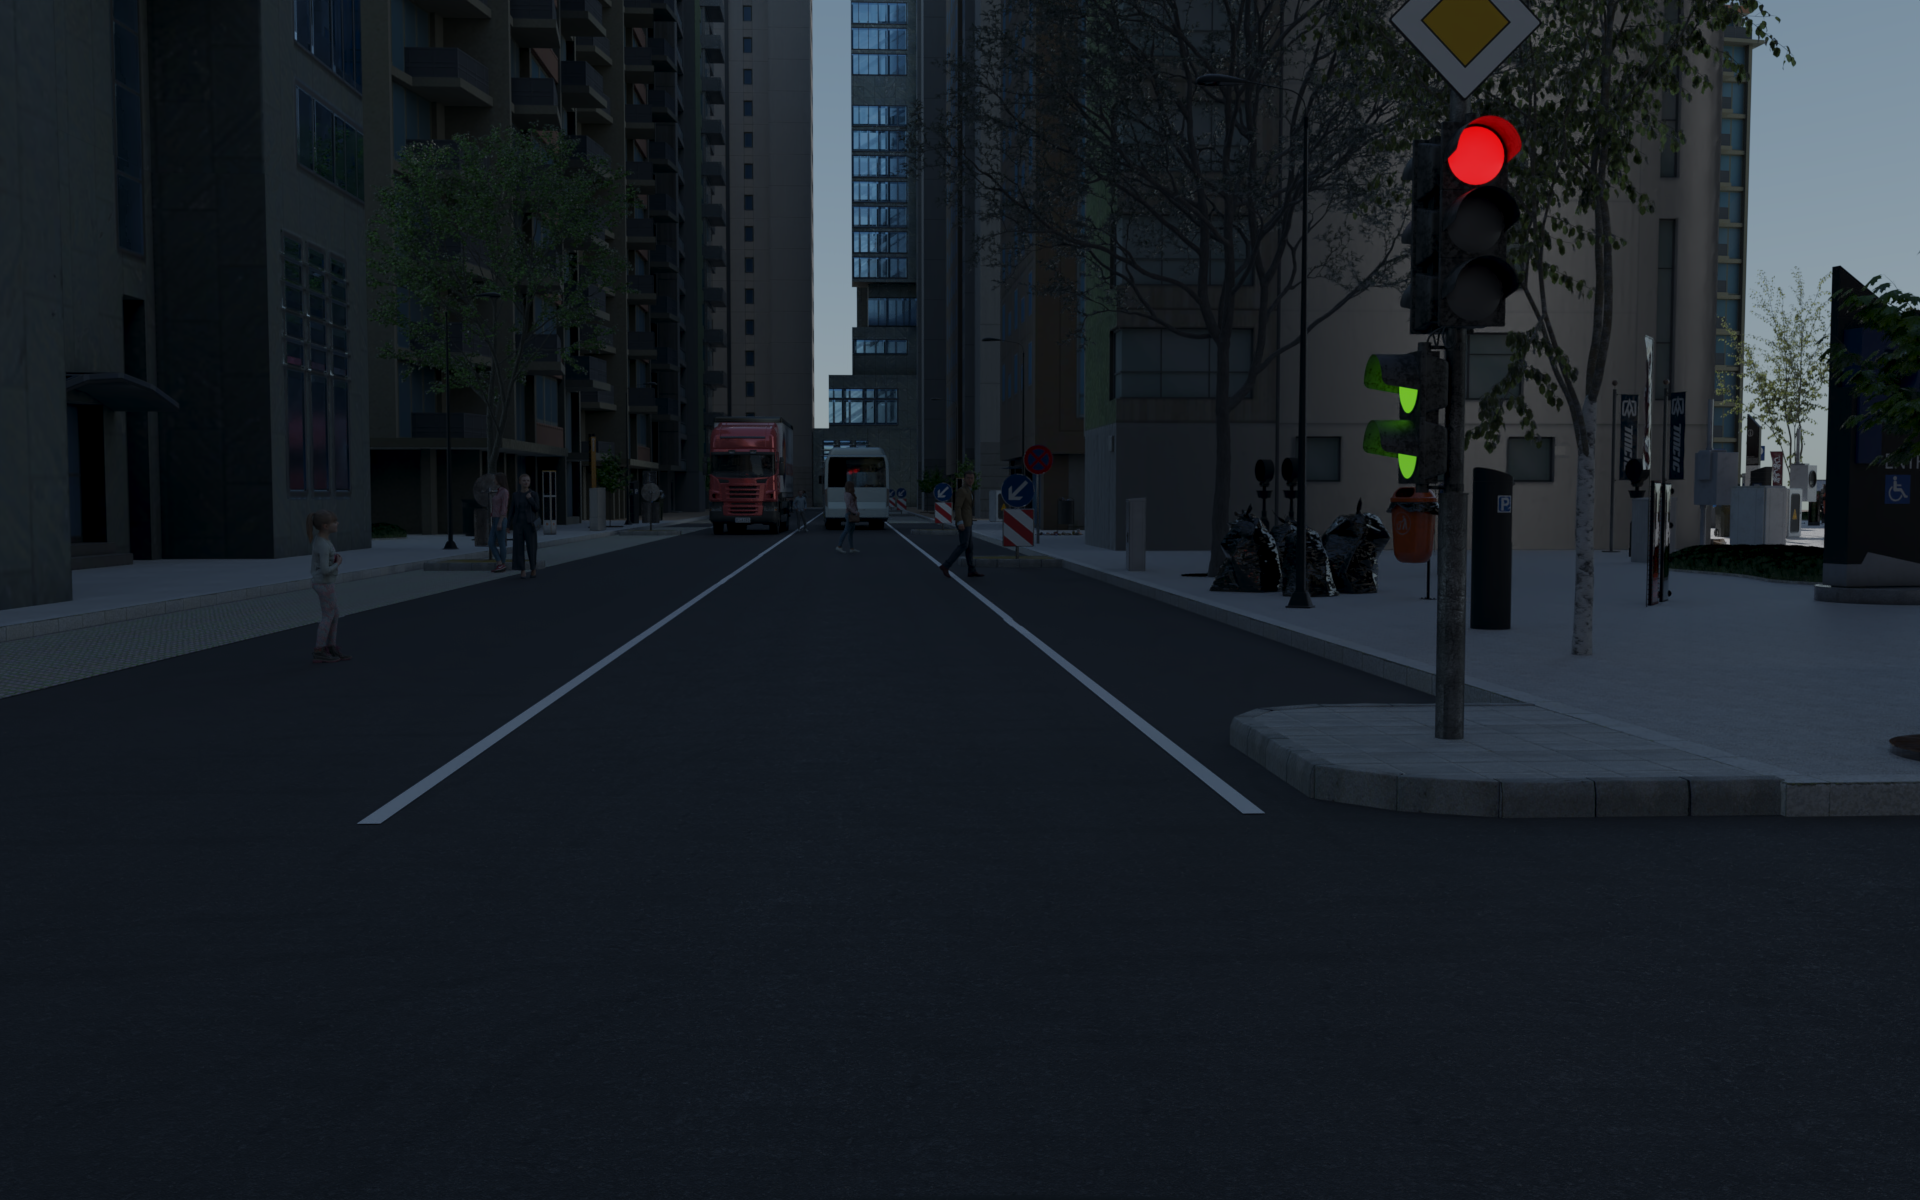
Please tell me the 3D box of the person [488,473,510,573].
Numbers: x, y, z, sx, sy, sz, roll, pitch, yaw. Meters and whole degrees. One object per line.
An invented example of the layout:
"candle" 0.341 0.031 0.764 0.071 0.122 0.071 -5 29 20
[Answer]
"person" -8.389 -1.405 31.488 0.388 1.821 0.555 -3 4 -39

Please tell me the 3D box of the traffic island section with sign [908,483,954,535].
"traffic island section with sign" -0.749 -3.247 61.720 1.989 1.847 2.006 0 4 -4

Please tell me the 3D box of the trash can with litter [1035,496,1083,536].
"trash can with litter" 2.913 -2.628 54.021 2.233 1.210 1.678 0 4 5

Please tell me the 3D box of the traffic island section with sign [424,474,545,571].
"traffic island section with sign" -9.007 -1.493 33.039 1.989 1.847 2.006 0 4 -4

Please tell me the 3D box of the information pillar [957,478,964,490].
"information pillar" 0.011 -4.557 79.003 0.304 2.012 0.304 1 4 9

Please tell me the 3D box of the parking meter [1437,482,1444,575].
"parking meter" 7.756 -1.162 27.416 0.372 1.533 0.369 0 3 0

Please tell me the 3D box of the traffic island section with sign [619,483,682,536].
"traffic island section with sign" -10.749 -3.160 60.299 1.989 1.847 2.006 0 4 -4

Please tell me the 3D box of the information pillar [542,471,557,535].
"information pillar" -12.924 -3.060 54.530 0.304 2.012 0.304 1 4 21

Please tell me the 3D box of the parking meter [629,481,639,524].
"parking meter" -14.125 -4.242 75.061 0.255 1.863 0.399 2 4 32

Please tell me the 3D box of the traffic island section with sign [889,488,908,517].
"traffic island section with sign" -3.870 -6.244 110.711 1.989 1.847 2.006 0 4 -4

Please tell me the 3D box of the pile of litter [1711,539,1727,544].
"pile of litter" 18.640 -1.810 43.567 1.176 0.858 1.719 1 4 14

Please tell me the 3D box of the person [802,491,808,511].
"person" -13.554 -8.603 149.952 1.217 1.735 0.721 3 4 39

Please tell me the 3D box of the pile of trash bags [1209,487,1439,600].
"pile of trash bags" 4.781 -0.758 22.143 1.912 1.369 3.447 -2 4 -31

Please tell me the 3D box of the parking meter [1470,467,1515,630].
"parking meter" 5.059 -0.493 16.476 0.372 1.533 0.369 0 3 0

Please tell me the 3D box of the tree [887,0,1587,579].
"tree" 4.158 -7.098 26.427 12.009 13.543 11.850 0 3 0

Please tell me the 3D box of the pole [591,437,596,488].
"pole" -13.045 -4.152 61.728 0.158 3.312 0.155 0 3 0

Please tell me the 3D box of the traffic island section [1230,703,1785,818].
"traffic island section" 2.597 0.805 9.117 2.009 0.180 2.903 0 4 -4

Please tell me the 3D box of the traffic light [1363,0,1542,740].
"traffic light" 2.556 -1.228 9.000 0.839 4.253 0.868 0 4 -4

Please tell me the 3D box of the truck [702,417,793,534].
"truck" -7.766 -4.652 64.977 2.839 4.237 11.283 0 4 -3

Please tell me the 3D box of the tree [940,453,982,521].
"tree" 0.181 -5.355 82.149 1.663 3.219 1.824 0 3 0

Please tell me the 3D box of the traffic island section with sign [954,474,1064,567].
"traffic island section with sign" 0.981 -1.599 34.766 1.989 1.847 2.006 0 4 -4

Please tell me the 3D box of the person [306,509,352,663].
"person" -5.389 -0.123 14.792 0.394 1.301 0.425 -3 5 -39

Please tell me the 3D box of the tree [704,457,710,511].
"tree" -18.778 -9.085 132.248 4.285 4.588 4.351 0 3 0

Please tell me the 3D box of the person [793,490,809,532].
"person" -6.060 -3.395 65.819 0.589 1.601 0.330 -1 4 -13

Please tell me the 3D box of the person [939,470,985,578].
"person" 0.054 -1.306 29.771 0.836 1.842 0.656 -1 4 -17

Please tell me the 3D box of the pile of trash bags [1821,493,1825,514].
"pile of trash bags" 34.455 -3.443 66.048 1.912 1.369 3.447 -2 4 -28

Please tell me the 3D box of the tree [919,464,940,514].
"tree" -1.525 -7.188 112.125 1.663 3.219 1.824 0 3 0

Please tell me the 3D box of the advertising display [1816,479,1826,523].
"advertising display" 38.120 -4.341 76.186 0.974 1.923 0.123 1 4 23

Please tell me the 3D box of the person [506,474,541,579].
"person" -7.423 -1.258 29.494 0.576 1.772 0.534 -1 4 -18

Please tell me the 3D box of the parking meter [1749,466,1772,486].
"parking meter" 17.048 -1.909 36.917 0.255 1.863 0.399 -2 4 -27

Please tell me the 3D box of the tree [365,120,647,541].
"tree" -12.741 -7.449 47.544 9.928 11.665 9.643 0 3 0

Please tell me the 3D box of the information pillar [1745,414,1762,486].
"information pillar" 23.056 -3.611 50.389 0.183 3.616 0.504 -1 4 -22

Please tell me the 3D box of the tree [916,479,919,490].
"tree" -2.350 -7.664 119.914 1.663 3.219 1.824 0 3 0

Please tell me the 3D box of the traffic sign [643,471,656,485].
"traffic sign" -13.935 -4.627 77.774 0.606 2.300 0.079 0 4 1

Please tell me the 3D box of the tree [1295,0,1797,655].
"tree" 4.763 -3.874 13.698 4.360 8.622 3.978 0 3 0

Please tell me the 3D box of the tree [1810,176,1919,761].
"tree" 4.998 -0.845 8.412 1.663 3.219 1.824 0 3 0

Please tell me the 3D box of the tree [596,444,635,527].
"tree" -13.404 -4.423 66.918 1.663 3.219 1.824 0 3 0

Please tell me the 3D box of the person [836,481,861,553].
"person" -2.743 -2.031 42.303 0.643 1.750 0.593 -1 4 -12

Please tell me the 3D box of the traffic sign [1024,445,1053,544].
"traffic sign" 2.017 -2.728 44.705 0.768 2.556 0.104 0 4 -2

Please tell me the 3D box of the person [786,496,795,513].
"person" -12.870 -7.535 132.405 0.721 1.736 1.217 3 5 39
